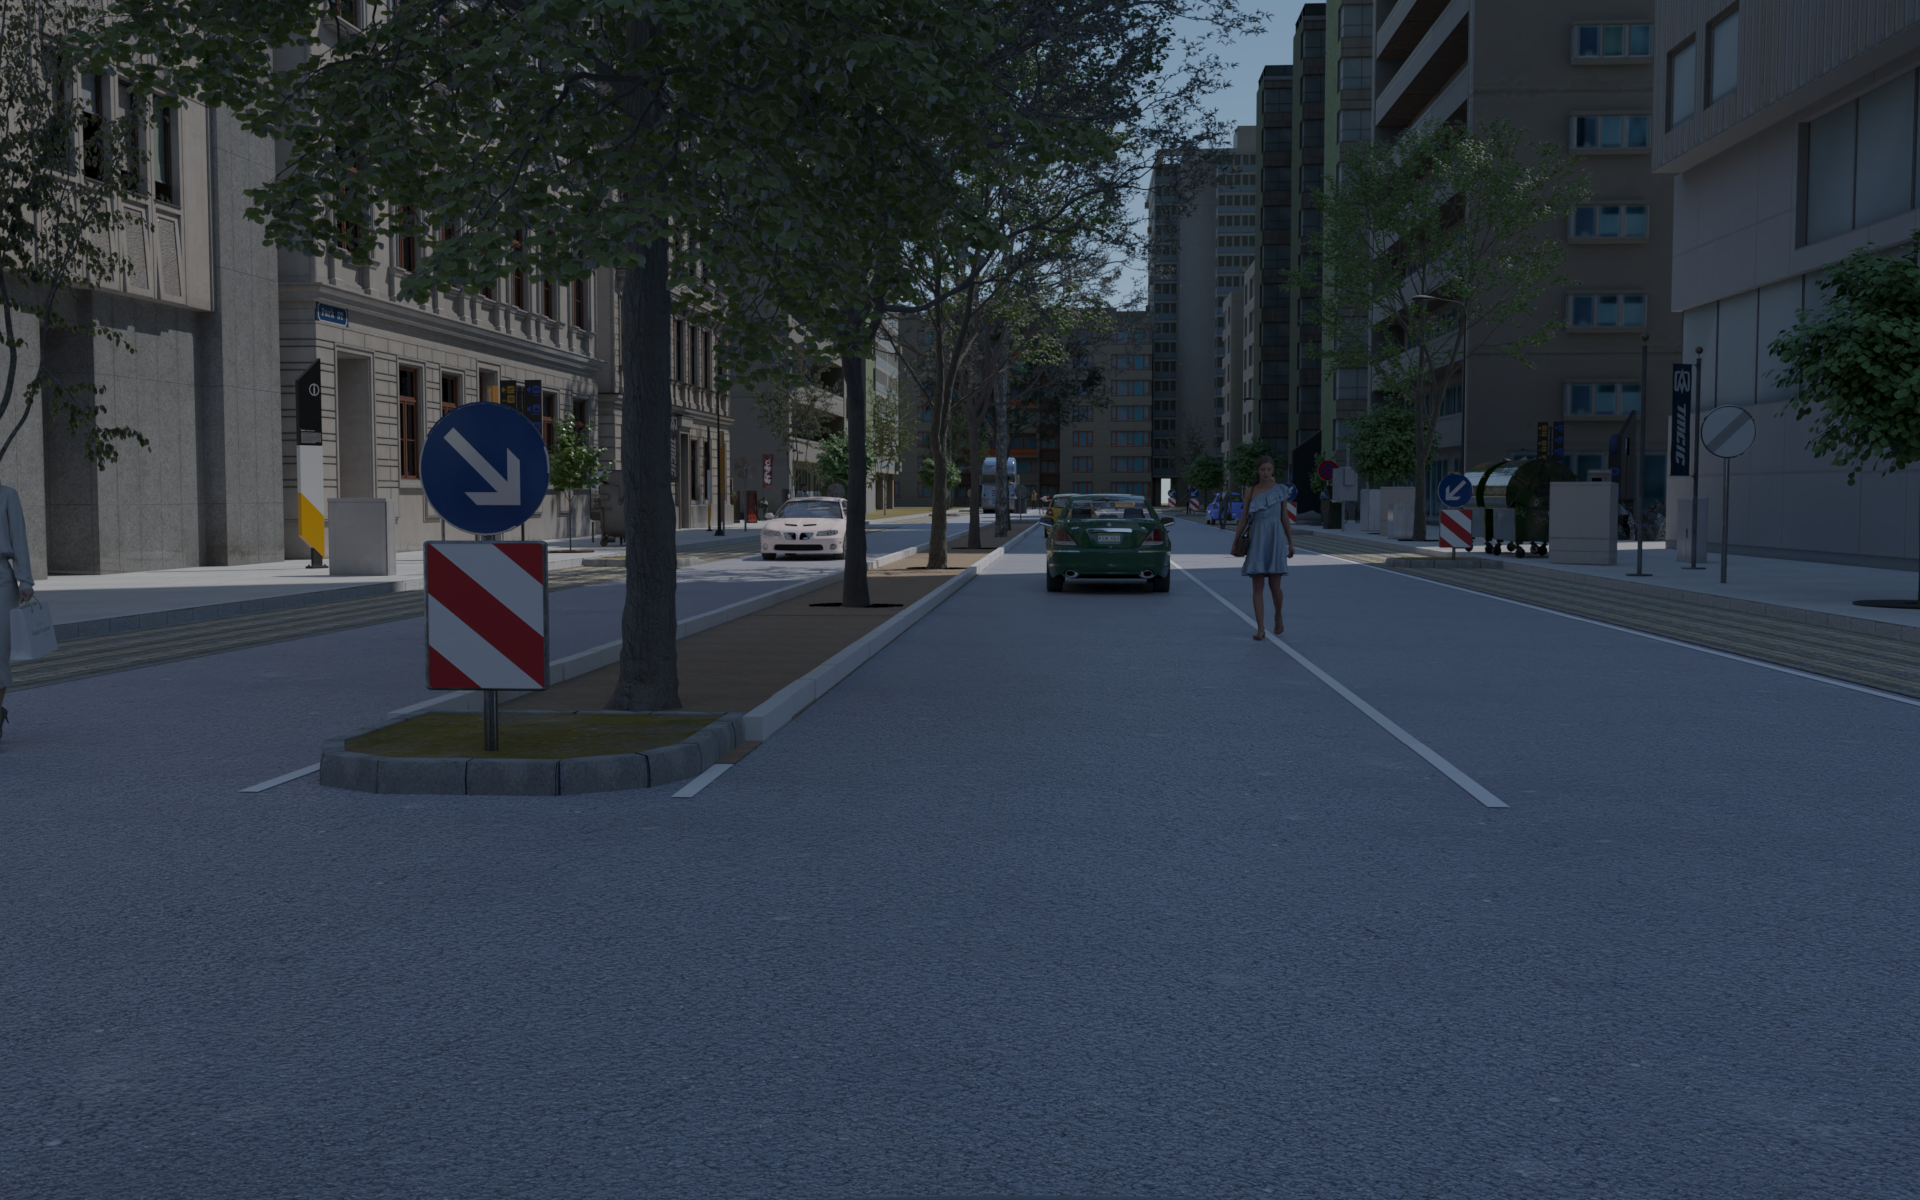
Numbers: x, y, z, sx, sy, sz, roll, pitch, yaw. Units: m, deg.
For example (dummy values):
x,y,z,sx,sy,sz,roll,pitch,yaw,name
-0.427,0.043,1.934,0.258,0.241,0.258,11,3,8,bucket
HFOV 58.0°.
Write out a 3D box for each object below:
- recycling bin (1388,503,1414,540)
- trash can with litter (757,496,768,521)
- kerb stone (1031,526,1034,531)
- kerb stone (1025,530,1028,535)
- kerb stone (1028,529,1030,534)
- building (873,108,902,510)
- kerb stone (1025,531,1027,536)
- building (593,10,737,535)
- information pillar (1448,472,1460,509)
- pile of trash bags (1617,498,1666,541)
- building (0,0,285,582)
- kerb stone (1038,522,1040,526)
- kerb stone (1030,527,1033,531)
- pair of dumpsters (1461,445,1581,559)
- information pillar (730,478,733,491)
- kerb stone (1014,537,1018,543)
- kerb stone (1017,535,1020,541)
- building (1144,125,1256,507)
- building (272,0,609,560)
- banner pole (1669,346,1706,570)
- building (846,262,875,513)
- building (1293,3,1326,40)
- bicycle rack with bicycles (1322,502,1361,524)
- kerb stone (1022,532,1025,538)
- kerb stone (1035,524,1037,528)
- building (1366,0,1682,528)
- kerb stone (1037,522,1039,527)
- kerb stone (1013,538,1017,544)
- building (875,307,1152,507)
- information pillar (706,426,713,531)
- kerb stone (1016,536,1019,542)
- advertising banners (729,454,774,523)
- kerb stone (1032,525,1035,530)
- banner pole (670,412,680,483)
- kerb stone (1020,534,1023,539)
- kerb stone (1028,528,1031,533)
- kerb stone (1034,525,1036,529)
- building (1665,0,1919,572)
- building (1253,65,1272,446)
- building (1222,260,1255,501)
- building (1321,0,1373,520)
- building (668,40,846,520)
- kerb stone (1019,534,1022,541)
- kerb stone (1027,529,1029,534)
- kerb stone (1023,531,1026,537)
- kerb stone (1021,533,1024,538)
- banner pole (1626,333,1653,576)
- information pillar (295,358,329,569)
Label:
x,y,z,sx,sy,sz,roll,pitch,yaw,name
12.590,-2.241,49.199,0.722,1.027,0.722,0,4,0,recycling bin
-9.648,-4.344,82.415,1.055,1.170,0.624,0,4,-1,trash can with litter
2.542,-2.539,63.715,0.120,0.150,1.000,0,4,4,kerb stone
2.114,-2.163,57.572,0.120,0.150,1.000,0,4,4,kerb stone
2.252,-2.287,59.627,0.120,0.150,1.000,0,4,4,kerb stone
-17.303,-27.613,143.350,23.993,40.220,32.217,0,4,4,building
2.043,-2.101,56.540,0.120,0.150,1.000,0,4,4,kerb stone
-14.823,-12.158,63.406,10.561,19.102,19.286,0,4,4,building
16.476,-3.262,57.825,0.304,2.012,0.304,2,4,30,information pillar
18.413,-2.386,48.766,1.912,1.369,3.447,-3,5,-41,pile of trash bags
-19.496,-12.514,22.627,12.078,24.808,19.932,0,4,4,building
3.187,-3.102,72.917,0.120,0.150,1.000,0,4,4,kerb stone
2.477,-2.476,62.695,0.120,0.150,1.000,0,4,4,kerb stone
11.697,-2.072,36.368,1.574,2.255,4.437,0,4,4,pair of dumpsters
-10.672,-4.625,80.106,0.304,2.012,0.304,-1,4,-16,information pillar
1.471,-1.601,48.365,0.120,0.150,1.000,0,4,4,kerb stone
1.609,-1.718,50.410,0.120,0.150,1.000,0,4,4,kerb stone
32.043,-30.166,185.096,23.993,40.220,32.217,0,4,4,building
-16.798,-12.664,43.208,11.583,22.565,21.152,0,4,4,building
12.329,-2.407,29.375,0.863,3.779,0.401,-2,4,-27,banner pole
-13.433,-26.343,114.302,14.154,41.232,14.086,0,4,4,building
27.021,-20.429,105.717,14.160,30.474,14.107,0,4,4,building
16.772,-3.833,76.045,2.852,0.926,2.925,0,4,1,bicycle rack with bicycles
1.902,-1.975,54.489,0.120,0.150,1.000,0,4,4,kerb stone
2.899,-2.852,68.831,0.120,0.150,1.000,0,4,4,kerb stone
28.836,-27.184,68.168,21.300,48.544,21.600,0,4,4,building
3.106,-3.040,71.896,0.120,0.150,1.000,0,4,4,kerb stone
1.406,-1.526,47.333,0.120,0.150,1.000,0,4,4,kerb stone
5.390,-20.784,184.853,28.899,21.520,27.650,0,4,4,building
-8.647,-4.182,59.733,0.183,3.616,0.504,0,4,-3,information pillar
1.540,-1.663,49.390,0.120,0.150,1.000,0,4,4,kerb stone
-9.198,-4.898,76.266,2.074,3.025,0.090,0,4,2,advertising banners
2.683,-2.664,65.760,0.120,0.150,1.000,0,4,4,kerb stone
-7.785,-3.457,46.542,0.401,3.779,0.863,-3,5,-43,banner pole
1.757,-1.850,52.449,0.120,0.150,1.000,0,4,4,kerb stone
2.329,-2.352,60.647,0.120,0.150,1.000,0,4,4,kerb stone
2.755,-2.727,66.781,0.120,0.150,1.000,0,4,4,kerb stone
27.861,-26.621,24.486,27.495,52.752,28.713,0,4,4,building
27.265,-21.299,119.944,14.160,30.474,14.107,0,4,4,building
36.464,-18.107,141.094,27.650,21.520,28.899,0,4,4,building
26.114,-24.932,91.226,14.154,41.232,14.086,0,4,4,building
-18.388,-28.894,96.116,21.300,48.544,21.600,0,4,4,building
1.682,-1.786,51.429,0.120,0.150,1.000,0,4,4,kerb stone
2.184,-2.227,58.601,0.120,0.150,1.000,0,4,4,kerb stone
1.971,-2.038,55.513,0.120,0.150,1.000,0,4,4,kerb stone
1.824,-1.913,53.469,0.120,0.150,1.000,0,4,4,kerb stone
10.734,-2.277,27.246,0.401,3.779,0.863,1,4,22,banner pole
-11.129,-2.344,29.687,0.183,3.616,0.504,2,4,30,information pillar
